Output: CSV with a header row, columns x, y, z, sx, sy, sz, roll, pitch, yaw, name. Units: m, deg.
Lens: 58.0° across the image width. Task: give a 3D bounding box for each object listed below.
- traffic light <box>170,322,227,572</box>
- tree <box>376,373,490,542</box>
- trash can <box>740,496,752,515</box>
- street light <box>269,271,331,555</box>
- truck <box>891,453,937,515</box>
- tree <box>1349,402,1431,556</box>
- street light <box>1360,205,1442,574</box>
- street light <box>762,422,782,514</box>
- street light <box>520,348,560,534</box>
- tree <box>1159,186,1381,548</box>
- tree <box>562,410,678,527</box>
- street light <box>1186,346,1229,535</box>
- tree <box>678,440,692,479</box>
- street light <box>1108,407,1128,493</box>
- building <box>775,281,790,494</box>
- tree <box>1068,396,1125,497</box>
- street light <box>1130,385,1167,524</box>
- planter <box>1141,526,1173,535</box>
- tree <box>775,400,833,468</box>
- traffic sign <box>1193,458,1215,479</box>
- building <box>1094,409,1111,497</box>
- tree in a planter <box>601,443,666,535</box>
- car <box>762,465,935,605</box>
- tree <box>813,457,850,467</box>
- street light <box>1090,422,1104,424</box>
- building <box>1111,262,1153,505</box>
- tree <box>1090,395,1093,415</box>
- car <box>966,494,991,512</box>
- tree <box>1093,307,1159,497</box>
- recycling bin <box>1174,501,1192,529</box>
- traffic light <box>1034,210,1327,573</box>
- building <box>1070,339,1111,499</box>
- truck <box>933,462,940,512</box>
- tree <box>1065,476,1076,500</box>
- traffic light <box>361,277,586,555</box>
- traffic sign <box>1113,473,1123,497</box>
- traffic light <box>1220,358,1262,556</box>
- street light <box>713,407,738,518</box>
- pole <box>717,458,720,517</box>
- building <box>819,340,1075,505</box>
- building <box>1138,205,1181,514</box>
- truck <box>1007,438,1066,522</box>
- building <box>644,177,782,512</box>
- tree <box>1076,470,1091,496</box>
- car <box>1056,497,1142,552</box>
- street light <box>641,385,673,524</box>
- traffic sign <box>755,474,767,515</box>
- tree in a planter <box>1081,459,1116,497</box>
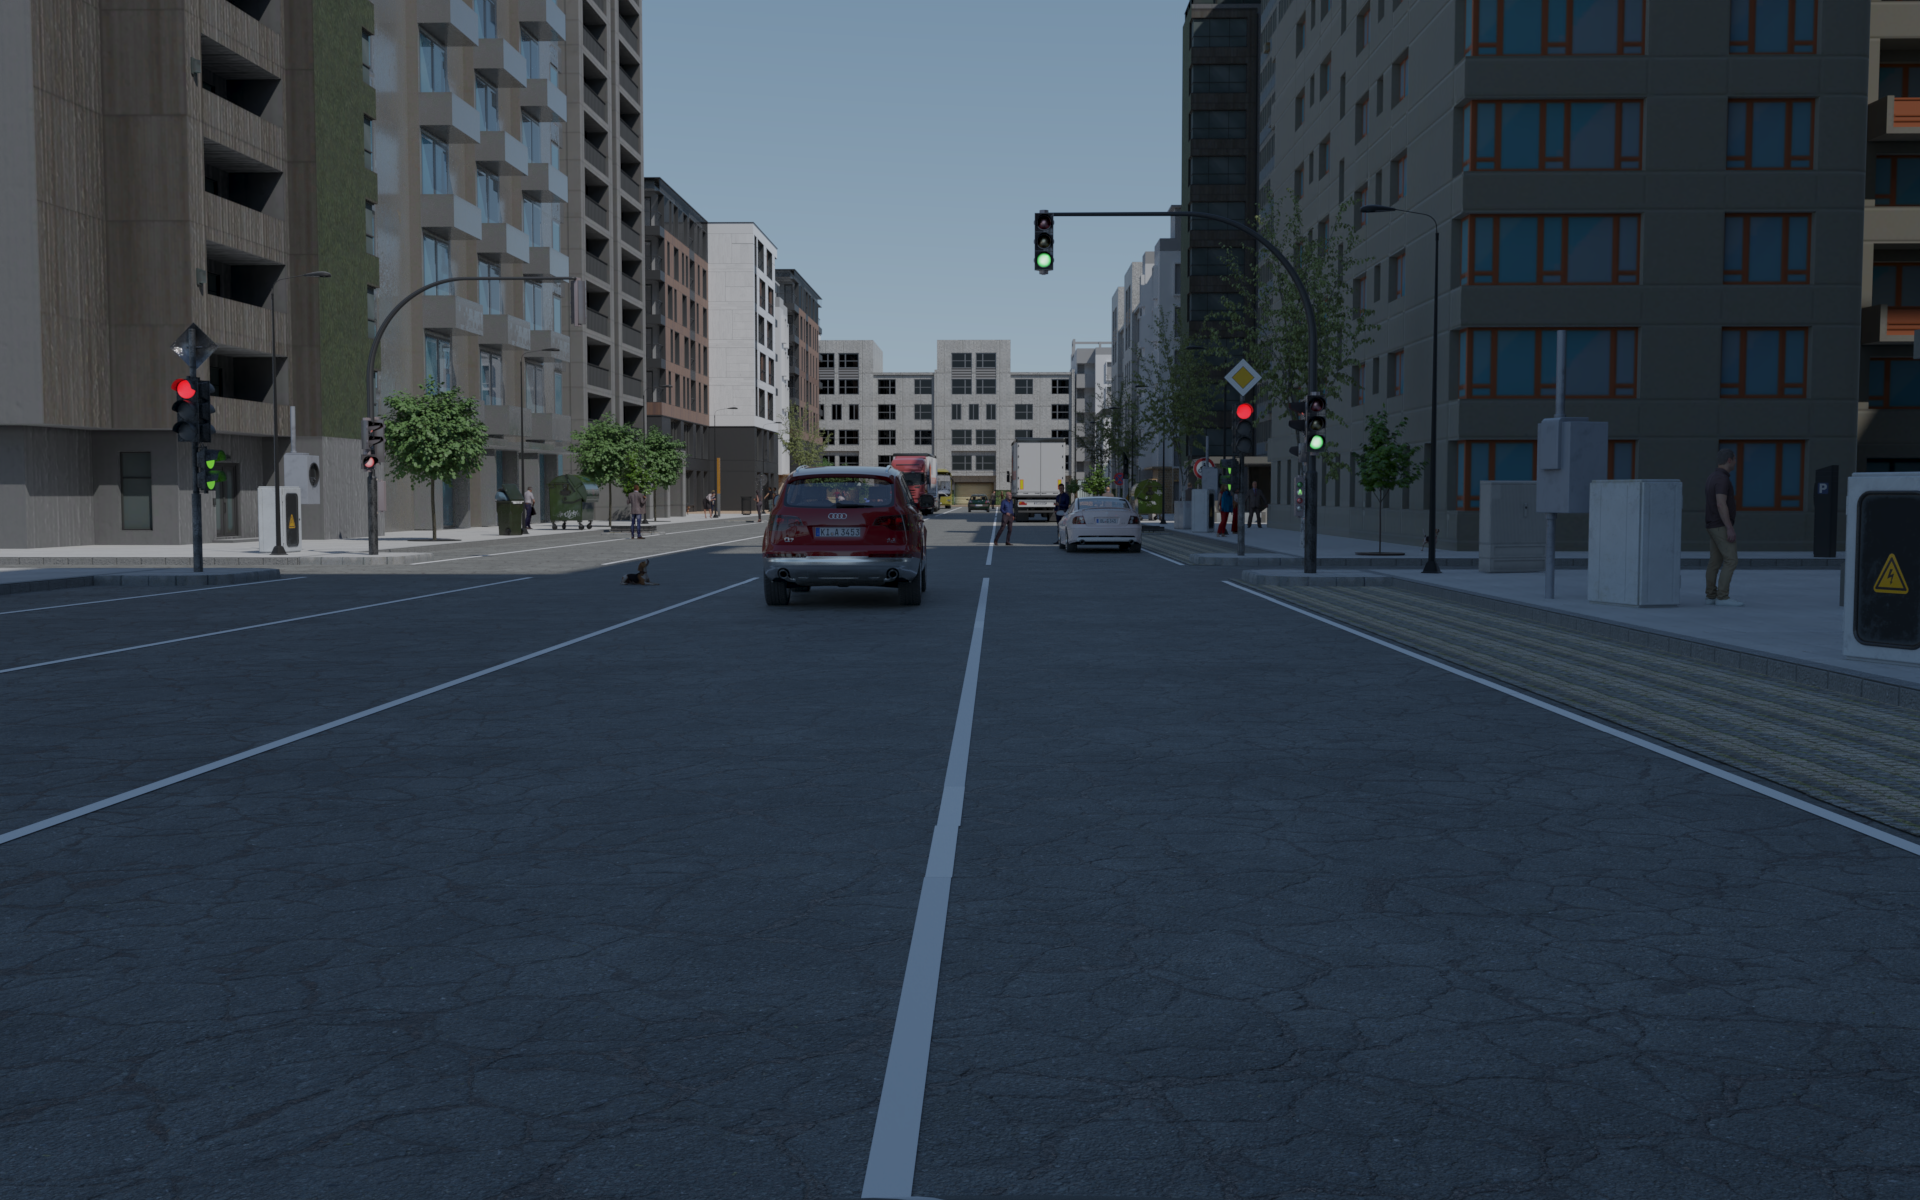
x,y,z,sx,sy,sz,roll,pitch,yaw,name
-12.522,-2.414,28.392,0.839,4.253,0.868,0,4,1,traffic light
-14.412,-3.894,47.382,4.285,4.588,4.351,0,3,0,tree
-12.990,-5.729,105.320,0.748,1.137,0.748,0,3,0,trash can
-13.814,-3.900,36.300,1.470,5.913,1.316,0,4,1,street light
-3.241,-8.066,120.791,2.839,4.237,11.283,0,4,3,truck
8.781,-2.544,36.200,1.663,3.219,1.824,0,3,0,tree
7.113,-3.389,27.950,1.470,5.913,1.316,0,4,1,street light
-12.105,-8.489,111.339,1.470,5.913,1.316,0,4,1,street light
-13.378,-5.047,55.056,1.470,5.913,1.316,0,4,1,street light
8.018,-5.535,40.855,4.737,8.622,4.395,0,3,0,tree
-13.810,-5.144,67.824,4.285,4.588,4.351,0,3,0,tree
7.768,-5.006,54.397,1.470,5.913,1.316,0,4,1,street light
-14.057,-5.904,80.252,4.285,4.588,4.351,0,3,0,tree
8.660,-7.330,92.380,1.470,5.913,1.316,0,4,1,street light
-22.973,-18.019,151.037,16.016,20.091,11.380,0,4,1,building
10.291,-10.988,130.022,4.360,8.622,3.978,0,3,0,tree
8.131,-6.189,73.726,1.470,5.913,1.316,0,4,1,street light
6.453,-2.453,61.242,1.991,0.319,1.994,0,4,1,planter
-12.400,-11.336,135.700,4.737,8.622,4.395,0,3,0,tree
8.541,-3.699,60.585,0.768,2.556,0.104,0,4,5,traffic sign
18.532,-13.963,170.437,9.099,9.664,28.070,0,4,1,building
-11.492,-3.911,61.164,1.991,3.239,1.994,0,4,1,tree in a planter
-1.498,-0.927,23.826,2.281,1.827,5.304,0,3,0,car
-11.885,-10.382,153.462,4.285,4.588,4.351,0,3,0,tree
9.009,-8.473,111.073,1.470,5.913,1.316,0,4,1,street light
21.651,-16.752,140.354,16.747,18.905,31.486,0,4,1,building
9.942,-9.544,106.405,4.737,8.622,4.395,0,3,0,tree
1.483,-7.760,136.654,2.009,1.686,4.222,0,4,0,car
8.433,-7.085,66.198,4.737,8.622,4.395,0,3,0,tree
8.284,-3.093,63.126,0.722,1.027,0.722,-1,4,-23,recycling bin
3.562,-3.256,27.902,4.771,5.953,1.251,0,4,1,traffic light
18.958,-21.356,205.595,11.380,20.091,16.016,0,4,1,building
-2.996,-9.485,144.844,2.967,4.110,18.799,0,4,0,truck
11.973,-11.507,182.734,1.663,3.219,1.824,0,3,0,tree
-10.247,-3.773,36.363,4.771,5.953,1.251,0,4,1,traffic light
9.479,-6.276,102.718,0.768,2.556,0.104,0,4,6,traffic sign
5.837,-2.878,35.979,0.839,4.253,0.868,0,4,1,traffic light
-12.551,-7.341,92.571,1.470,5.913,1.316,0,4,1,street light
-13.637,-6.364,97.897,0.158,3.312,0.155,0,3,0,pole
-2.449,-20.829,207.006,31.486,18.905,16.747,0,4,1,building
20.490,-16.057,118.944,16.016,20.091,11.380,0,4,1,building
4.007,-6.287,91.701,2.839,4.237,11.283,0,3,0,truck
-29.451,-17.396,128.406,27.936,21.610,32.646,0,4,1,building
10.475,-8.826,138.909,1.663,3.219,1.824,0,3,0,tree
3.518,-1.929,43.901,2.083,1.381,4.827,0,4,0,car
-12.905,-6.191,73.761,1.470,5.913,1.316,0,4,1,street light
-12.433,-6.619,108.334,0.768,2.556,0.104,1,4,9,traffic sign
7.072,-5.598,88.749,1.991,3.239,1.994,0,4,1,tree in a planter
